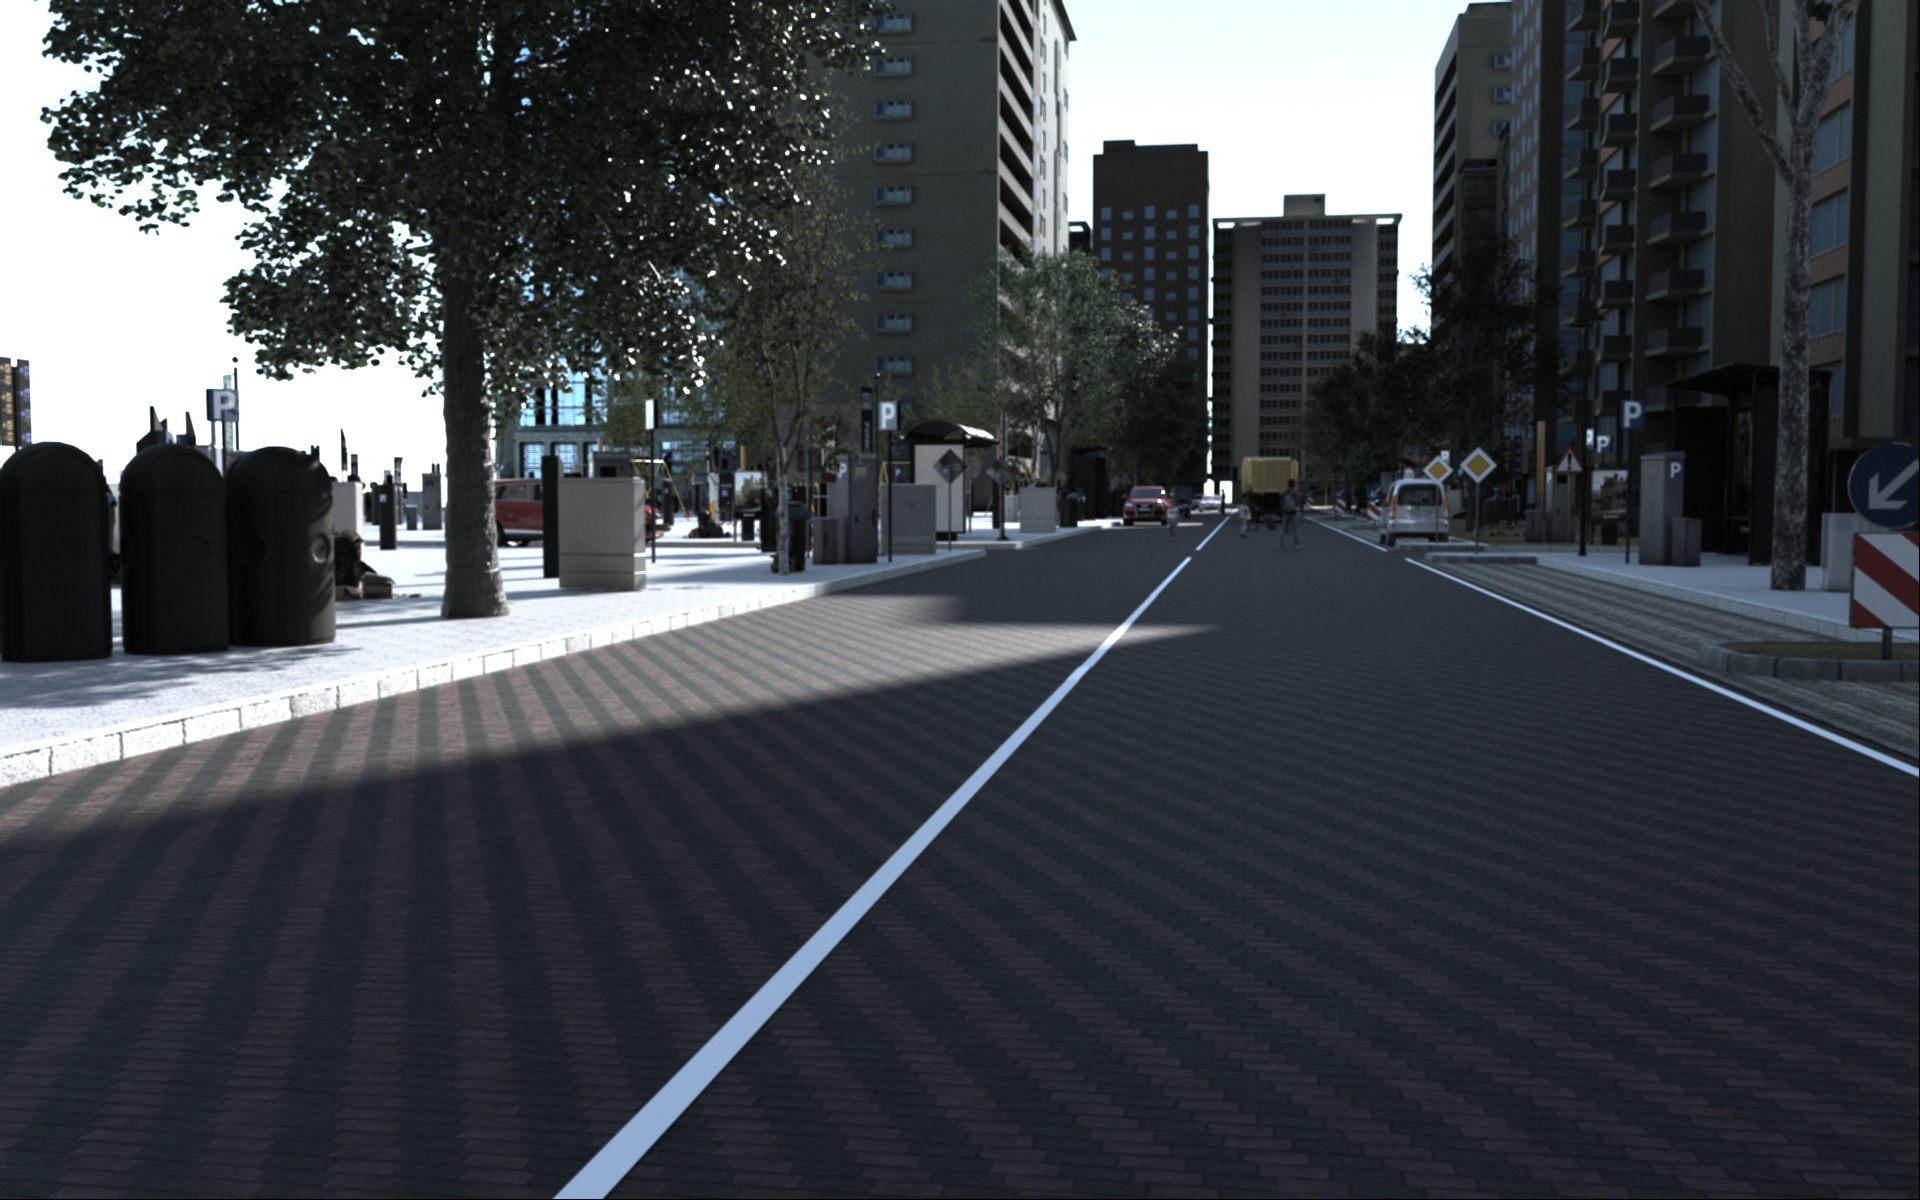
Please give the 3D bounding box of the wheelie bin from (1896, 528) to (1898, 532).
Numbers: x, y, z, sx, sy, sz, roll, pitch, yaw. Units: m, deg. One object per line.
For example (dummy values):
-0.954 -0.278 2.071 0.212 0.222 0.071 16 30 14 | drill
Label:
25.651 -2.457 48.088 0.693 1.594 0.980 -1 4 -21 | wheelie bin

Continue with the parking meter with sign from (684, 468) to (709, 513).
-17.441 -7.292 115.490 1.738 3.016 0.543 1 4 9 | parking meter with sign

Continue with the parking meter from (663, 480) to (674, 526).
-11.782 -3.936 70.063 0.399 1.863 0.255 2 4 25 | parking meter

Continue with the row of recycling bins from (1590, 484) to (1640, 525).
28.185 -4.057 73.444 3.534 1.692 1.069 -2 4 -27 | row of recycling bins

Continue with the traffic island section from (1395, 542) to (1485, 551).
12.304 -1.367 44.636 2.009 0.180 2.903 1 4 9 | traffic island section

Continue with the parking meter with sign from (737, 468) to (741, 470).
-14.942 -7.307 115.733 0.543 3.016 1.738 -1 4 -14 | parking meter with sign

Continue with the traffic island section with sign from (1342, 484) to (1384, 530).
16.474 -3.718 69.413 1.989 1.847 2.006 1 4 9 | traffic island section with sign

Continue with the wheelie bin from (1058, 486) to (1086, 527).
4.165 -3.602 66.800 0.980 1.594 0.693 2 4 28 | wheelie bin

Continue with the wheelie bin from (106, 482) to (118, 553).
-15.872 -1.453 31.657 0.980 1.594 0.693 1 4 12 | wheelie bin

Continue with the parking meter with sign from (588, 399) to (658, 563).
-6.432 -2.167 31.690 1.738 3.016 0.543 -2 4 -25 | parking meter with sign

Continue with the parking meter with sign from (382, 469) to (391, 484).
-40.506 -7.704 122.222 0.543 3.016 1.738 -2 4 -26 | parking meter with sign

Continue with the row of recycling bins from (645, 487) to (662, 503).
-20.639 -6.712 116.858 1.069 1.692 3.534 -1 4 -12 | row of recycling bins

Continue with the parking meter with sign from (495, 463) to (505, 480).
-25.862 -6.197 97.577 0.543 3.016 1.738 -1 4 -18 | parking meter with sign

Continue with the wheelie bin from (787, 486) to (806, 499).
-6.355 -3.700 68.395 0.980 1.594 0.693 -1 4 -11 | wheelie bin

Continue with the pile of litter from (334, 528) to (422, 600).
-7.491 -0.450 21.325 1.719 0.858 1.176 -1 4 -17 | pile of litter

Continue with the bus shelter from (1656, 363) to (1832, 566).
15.178 -2.606 33.894 1.731 3.624 6.357 1 4 10 | bus shelter

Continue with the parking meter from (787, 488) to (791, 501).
-6.788 -3.748 69.693 0.372 1.533 0.369 0 3 0 | parking meter

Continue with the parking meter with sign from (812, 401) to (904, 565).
-1.932 -2.185 31.992 1.738 3.016 0.543 -3 5 -42 | parking meter with sign

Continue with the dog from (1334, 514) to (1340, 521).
19.836 -4.324 90.889 0.748 0.427 0.550 -2 4 -30 | dog

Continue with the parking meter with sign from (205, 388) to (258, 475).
-11.542 -1.954 28.208 1.738 3.016 0.543 3 4 38 | parking meter with sign

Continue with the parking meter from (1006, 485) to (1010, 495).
3.144 -6.618 113.915 0.255 1.863 0.399 0 4 -3 | parking meter

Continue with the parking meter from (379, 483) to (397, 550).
-13.162 -1.922 39.833 0.372 1.533 0.369 0 3 0 | parking meter

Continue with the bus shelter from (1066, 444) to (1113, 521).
6.405 -5.740 85.136 1.731 3.624 6.357 1 4 10 | bus shelter

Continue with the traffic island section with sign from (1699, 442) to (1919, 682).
7.182 -0.333 14.069 1.989 1.847 2.006 1 4 9 | traffic island section with sign

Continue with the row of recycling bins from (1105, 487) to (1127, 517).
7.477 -5.435 95.969 3.534 1.692 1.069 -1 4 -14 | row of recycling bins

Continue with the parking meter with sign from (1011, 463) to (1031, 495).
3.633 -6.082 95.700 0.543 3.016 1.738 -3 5 -42 | parking meter with sign

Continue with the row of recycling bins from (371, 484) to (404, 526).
-23.859 -3.989 72.331 1.069 1.692 3.534 -1 4 -10 | row of recycling bins

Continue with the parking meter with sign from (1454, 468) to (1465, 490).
32.831 -7.302 115.649 1.738 3.016 0.543 -2 4 -27 | parking meter with sign

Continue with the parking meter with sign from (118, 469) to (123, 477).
-58.952 -7.617 120.799 0.543 3.016 1.738 1 4 11 | parking meter with sign

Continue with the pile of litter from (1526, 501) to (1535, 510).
33.936 -5.407 102.370 1.176 0.858 1.719 0 4 0 | pile of litter

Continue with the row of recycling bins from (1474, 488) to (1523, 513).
35.664 -6.616 115.286 3.534 1.692 1.069 0 4 -2 | row of recycling bins

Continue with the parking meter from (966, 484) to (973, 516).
0.567 -5.816 100.802 0.399 1.863 0.255 3 5 43 | parking meter

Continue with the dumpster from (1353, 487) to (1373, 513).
26.969 -6.904 115.378 1.502 2.255 1.985 1 4 10 | dumpster

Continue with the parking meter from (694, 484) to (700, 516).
-15.701 -5.976 103.413 0.255 1.863 0.399 -1 4 -16 | parking meter

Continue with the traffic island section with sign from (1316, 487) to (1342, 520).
20.931 -5.344 95.999 1.989 1.847 2.006 1 4 9 | traffic island section with sign

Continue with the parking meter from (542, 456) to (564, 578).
-6.240 -1.278 26.599 0.255 1.863 0.399 0 4 2 | parking meter

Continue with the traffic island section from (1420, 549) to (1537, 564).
10.983 -0.886 36.761 2.009 0.180 2.903 1 4 9 | traffic island section

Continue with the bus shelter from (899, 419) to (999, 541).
-0.195 -3.403 49.561 2.014 3.302 5.546 1 4 10 | bus shelter

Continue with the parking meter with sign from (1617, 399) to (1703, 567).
12.660 -2.141 31.267 0.543 3.016 1.738 -1 4 -20 | parking meter with sign

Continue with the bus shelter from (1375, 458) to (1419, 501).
24.939 -6.423 98.946 2.014 3.302 5.546 1 4 10 | bus shelter

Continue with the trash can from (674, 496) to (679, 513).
-19.875 -6.650 120.379 0.748 1.137 0.748 0 3 0 | trash can

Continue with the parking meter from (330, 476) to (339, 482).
-20.079 -3.048 55.549 0.255 1.863 0.399 0 4 -3 | parking meter

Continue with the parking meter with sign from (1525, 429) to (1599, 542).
16.043 -3.061 46.303 1.738 3.016 0.543 0 4 -8 | parking meter with sign

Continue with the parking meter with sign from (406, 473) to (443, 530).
-18.890 -4.015 61.904 1.738 3.016 0.543 -1 4 -13 | parking meter with sign

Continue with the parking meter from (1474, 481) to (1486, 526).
20.793 -3.885 69.231 0.399 1.863 0.255 3 5 44 | parking meter

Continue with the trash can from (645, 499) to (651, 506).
-8.979 -2.240 48.278 0.748 1.137 0.748 0 3 0 | trash can

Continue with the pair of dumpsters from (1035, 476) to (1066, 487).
4.704 -5.358 90.099 1.574 2.255 4.437 1 4 10 | pair of dumpsters

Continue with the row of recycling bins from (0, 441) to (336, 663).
-6.758 -0.414 13.885 1.069 1.692 3.534 3 5 45 | row of recycling bins

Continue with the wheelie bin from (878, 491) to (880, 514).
-4.876 -6.291 110.768 0.980 1.594 0.693 2 4 29 | wheelie bin

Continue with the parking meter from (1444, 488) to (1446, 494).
18.306 -3.523 66.012 0.372 1.533 0.369 0 3 0 | parking meter

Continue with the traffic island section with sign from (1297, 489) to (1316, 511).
29.153 -8.340 144.992 1.989 1.847 2.006 1 4 9 | traffic island section with sign

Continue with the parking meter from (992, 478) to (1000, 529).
1.376 -3.573 64.131 0.255 1.863 0.399 1 4 23 | parking meter

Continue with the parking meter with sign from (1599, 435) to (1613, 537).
19.713 -3.395 51.767 1.738 3.016 0.543 -2 4 -35 | parking meter with sign

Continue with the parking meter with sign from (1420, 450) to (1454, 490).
18.629 -4.431 68.704 1.738 3.016 0.543 -2 4 -27 | parking meter with sign
